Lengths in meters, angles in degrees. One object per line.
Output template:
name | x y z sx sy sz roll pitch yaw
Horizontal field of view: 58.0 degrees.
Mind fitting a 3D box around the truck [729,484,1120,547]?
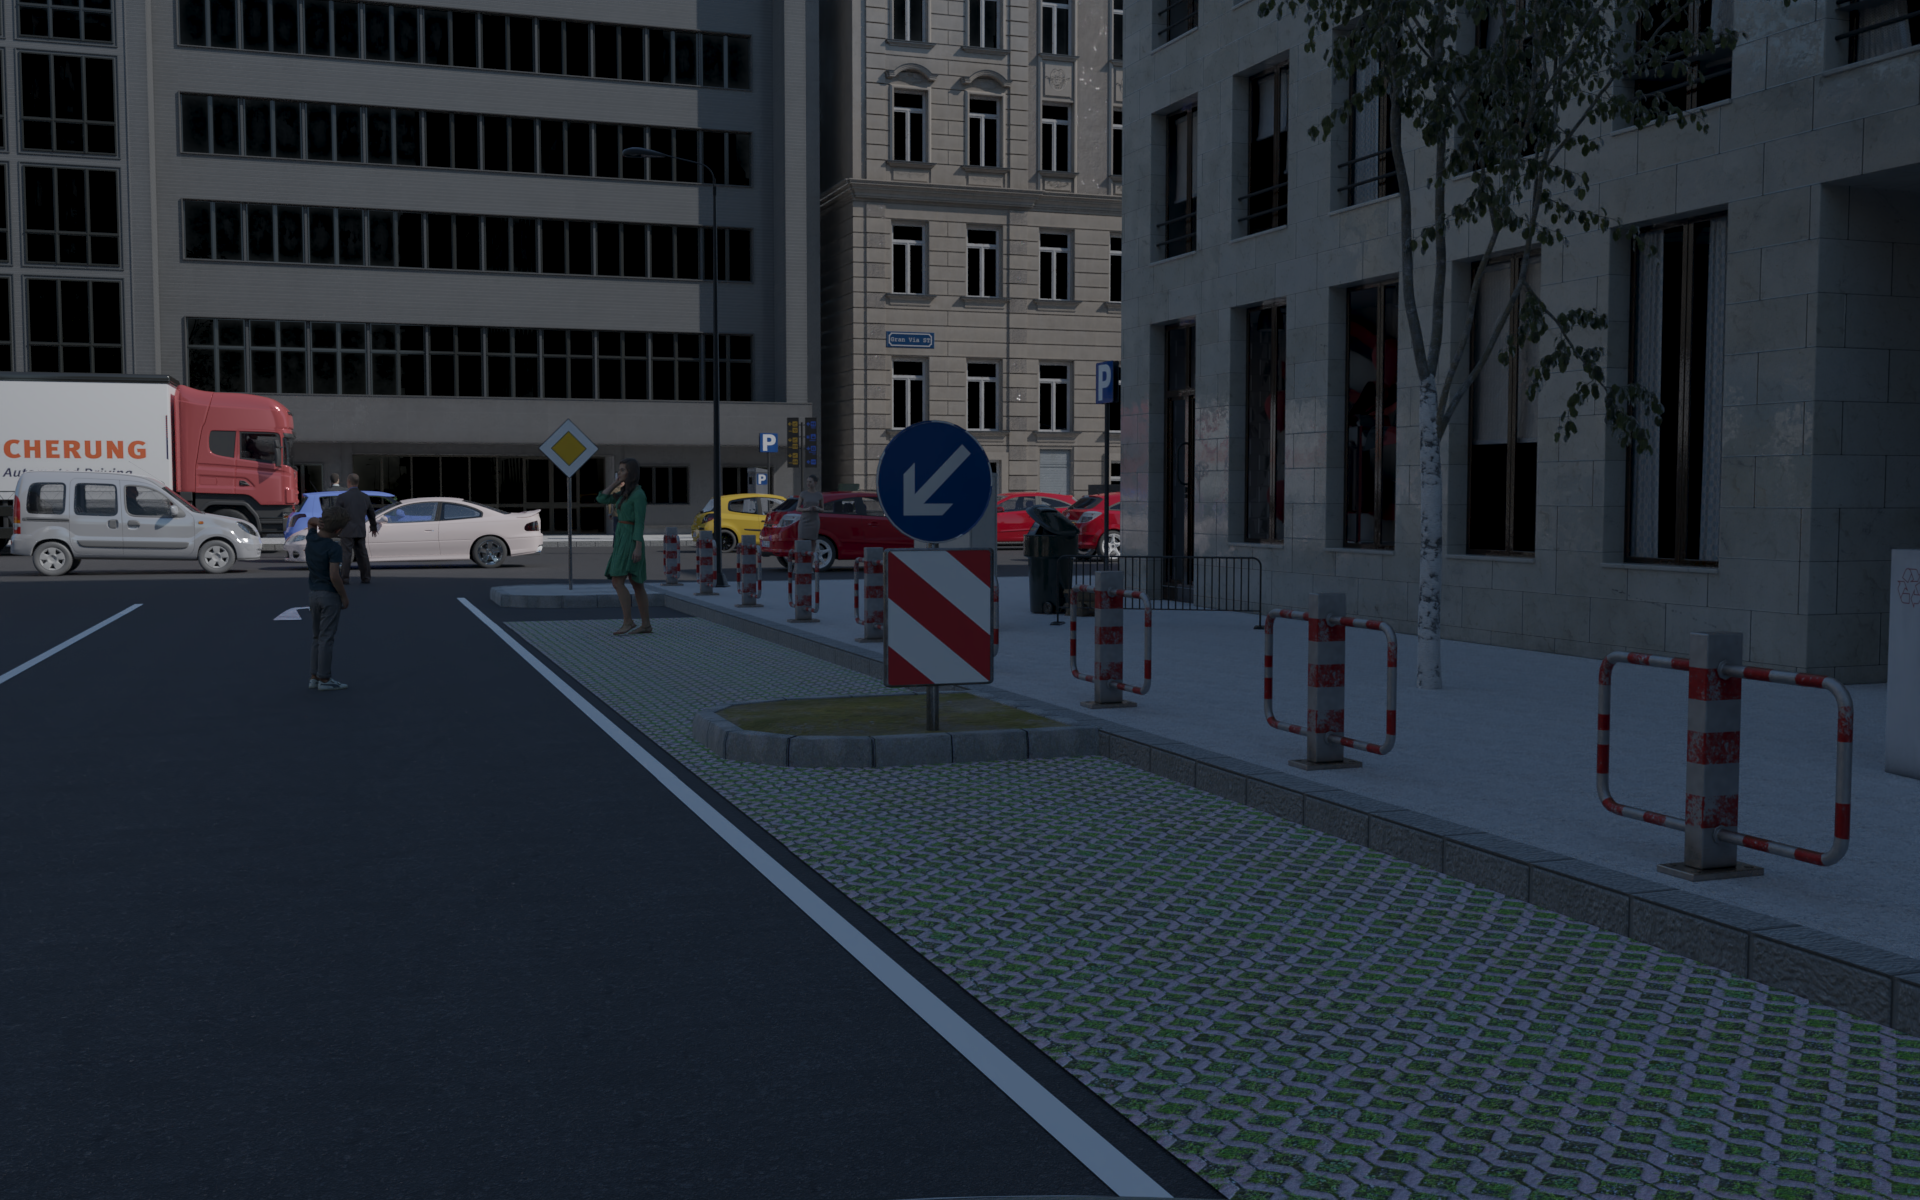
truck | 2.789 -3.620 48.945 18.799 4.110 2.967 -1 4 -19

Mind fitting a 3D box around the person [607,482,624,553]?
person | -8.073 -2.020 41.438 0.656 1.842 0.836 -2 4 -34

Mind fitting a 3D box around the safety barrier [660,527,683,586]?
safety barrier | -4.038 -0.610 24.251 0.300 0.817 1.120 -1 4 -20

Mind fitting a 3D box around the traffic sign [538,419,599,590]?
traffic sign | -5.216 -1.192 23.127 0.795 2.450 0.064 -1 4 -20

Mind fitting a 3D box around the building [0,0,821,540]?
building | -20.382 -14.460 55.492 30.058 24.678 14.314 -1 4 -20

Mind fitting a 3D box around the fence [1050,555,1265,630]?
fence | 1.913 -0.085 16.765 2.069 0.683 0.278 1 4 15

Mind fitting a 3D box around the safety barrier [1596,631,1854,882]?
safety barrier | 2.536 0.517 5.830 0.300 0.817 1.120 -1 4 -20

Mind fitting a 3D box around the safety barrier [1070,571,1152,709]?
safety barrier | 0.897 0.235 10.434 0.300 0.817 1.120 -1 4 -20

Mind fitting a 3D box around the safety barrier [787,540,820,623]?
safety barrier | -1.568 -0.187 17.331 0.300 0.817 1.120 -1 4 -20

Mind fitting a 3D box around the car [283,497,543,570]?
car | -10.610 -1.309 33.769 4.827 1.381 2.083 -1 4 -19

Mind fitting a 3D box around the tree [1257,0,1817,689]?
tree | 3.207 -3.707 10.973 4.360 8.622 3.978 0 3 0

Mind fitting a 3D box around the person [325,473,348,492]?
person | -14.004 -1.905 39.011 0.474 1.900 0.648 3 5 43

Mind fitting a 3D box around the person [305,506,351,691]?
person | -4.653 -0.019 12.718 0.435 1.345 0.340 1 4 18

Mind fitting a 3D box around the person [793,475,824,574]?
person | -2.721 -1.363 31.123 0.599 1.781 0.374 -1 4 -13

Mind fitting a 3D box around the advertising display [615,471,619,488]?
advertising display | -9.757 -2.708 49.485 0.123 1.923 0.974 -1 4 -16

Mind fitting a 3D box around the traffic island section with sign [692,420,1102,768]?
traffic island section with sign | -0.484 -0.084 10.004 1.989 1.847 2.006 -1 4 -20

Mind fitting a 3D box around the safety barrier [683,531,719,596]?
safety barrier | -3.218 -0.469 21.950 0.300 0.817 1.120 -1 4 -20

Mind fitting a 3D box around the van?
van | -14.850 -1.489 31.362 4.112 2.044 2.013 -1 4 -21

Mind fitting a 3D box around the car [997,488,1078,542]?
car | 1.230 -2.184 44.748 4.494 1.783 2.155 -1 4 -18

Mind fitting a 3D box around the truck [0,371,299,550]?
truck | -21.036 -3.190 41.078 11.283 4.237 2.839 -1 4 -19

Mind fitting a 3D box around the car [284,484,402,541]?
car | -12.544 -1.688 37.188 3.694 1.707 1.945 -1 4 -20

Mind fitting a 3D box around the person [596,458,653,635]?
person | -3.315 -0.535 17.497 0.529 1.795 0.600 -3 5 -44

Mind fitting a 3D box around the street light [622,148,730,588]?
street light | -3.855 -3.121 23.566 1.470 5.913 1.316 -1 4 -20

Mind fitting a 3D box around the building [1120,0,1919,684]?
building | 9.710 -9.794 14.885 10.420 20.320 16.860 -1 4 -20

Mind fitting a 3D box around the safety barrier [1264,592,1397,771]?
safety barrier | 1.720 0.376 8.131 0.300 0.817 1.120 -1 4 -20

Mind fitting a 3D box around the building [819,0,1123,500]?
building | 6.108 -16.301 63.789 25.104 27.353 12.463 -1 4 -20

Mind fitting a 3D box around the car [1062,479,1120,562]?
car | 4.322 -1.748 37.628 4.494 1.783 2.155 -1 4 -18

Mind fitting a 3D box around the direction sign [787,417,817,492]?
direction sign | -4.667 -3.622 51.222 0.876 3.537 0.379 0 4 -1

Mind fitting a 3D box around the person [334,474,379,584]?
person | -9.711 -1.134 27.592 0.434 1.755 0.990 3 4 38

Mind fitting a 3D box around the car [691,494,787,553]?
car | -4.674 -2.017 43.195 3.980 1.641 2.015 -1 4 -19

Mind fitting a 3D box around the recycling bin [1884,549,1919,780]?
recycling bin | 4.669 0.297 7.696 0.722 1.027 0.722 -1 4 -9

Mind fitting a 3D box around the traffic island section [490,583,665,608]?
traffic island section | -5.196 -0.057 23.212 2.009 0.180 2.903 -1 4 -20

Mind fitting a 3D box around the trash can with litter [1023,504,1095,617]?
trash can with litter | 1.174 -0.435 18.499 0.624 1.170 1.055 -3 5 -43

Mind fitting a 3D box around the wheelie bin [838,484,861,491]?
wheelie bin | -3.341 -2.688 51.854 0.980 1.594 0.693 1 4 12

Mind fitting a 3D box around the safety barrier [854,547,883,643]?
safety barrier | -0.748 -0.046 15.031 0.300 0.817 1.120 -1 4 -20

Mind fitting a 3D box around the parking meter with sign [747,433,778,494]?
parking meter with sign | -5.850 -3.307 50.332 0.543 3.016 1.738 -2 4 -27

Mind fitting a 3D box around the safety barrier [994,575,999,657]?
safety barrier | 0.074 0.094 12.732 0.300 0.817 1.120 -1 4 -20

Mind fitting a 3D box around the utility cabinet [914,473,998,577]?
utility cabinet | -0.040 -0.480 16.522 0.318 1.500 1.173 -2 4 -27

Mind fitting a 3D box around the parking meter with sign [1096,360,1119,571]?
parking meter with sign | 2.714 -1.644 23.143 1.738 3.016 0.543 -1 4 -20

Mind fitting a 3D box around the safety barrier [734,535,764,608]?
safety barrier | -2.396 -0.329 19.651 0.300 0.817 1.120 -1 4 -20

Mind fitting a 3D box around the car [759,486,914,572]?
car | -1.560 -1.464 32.974 4.494 1.783 2.155 -1 4 -21
